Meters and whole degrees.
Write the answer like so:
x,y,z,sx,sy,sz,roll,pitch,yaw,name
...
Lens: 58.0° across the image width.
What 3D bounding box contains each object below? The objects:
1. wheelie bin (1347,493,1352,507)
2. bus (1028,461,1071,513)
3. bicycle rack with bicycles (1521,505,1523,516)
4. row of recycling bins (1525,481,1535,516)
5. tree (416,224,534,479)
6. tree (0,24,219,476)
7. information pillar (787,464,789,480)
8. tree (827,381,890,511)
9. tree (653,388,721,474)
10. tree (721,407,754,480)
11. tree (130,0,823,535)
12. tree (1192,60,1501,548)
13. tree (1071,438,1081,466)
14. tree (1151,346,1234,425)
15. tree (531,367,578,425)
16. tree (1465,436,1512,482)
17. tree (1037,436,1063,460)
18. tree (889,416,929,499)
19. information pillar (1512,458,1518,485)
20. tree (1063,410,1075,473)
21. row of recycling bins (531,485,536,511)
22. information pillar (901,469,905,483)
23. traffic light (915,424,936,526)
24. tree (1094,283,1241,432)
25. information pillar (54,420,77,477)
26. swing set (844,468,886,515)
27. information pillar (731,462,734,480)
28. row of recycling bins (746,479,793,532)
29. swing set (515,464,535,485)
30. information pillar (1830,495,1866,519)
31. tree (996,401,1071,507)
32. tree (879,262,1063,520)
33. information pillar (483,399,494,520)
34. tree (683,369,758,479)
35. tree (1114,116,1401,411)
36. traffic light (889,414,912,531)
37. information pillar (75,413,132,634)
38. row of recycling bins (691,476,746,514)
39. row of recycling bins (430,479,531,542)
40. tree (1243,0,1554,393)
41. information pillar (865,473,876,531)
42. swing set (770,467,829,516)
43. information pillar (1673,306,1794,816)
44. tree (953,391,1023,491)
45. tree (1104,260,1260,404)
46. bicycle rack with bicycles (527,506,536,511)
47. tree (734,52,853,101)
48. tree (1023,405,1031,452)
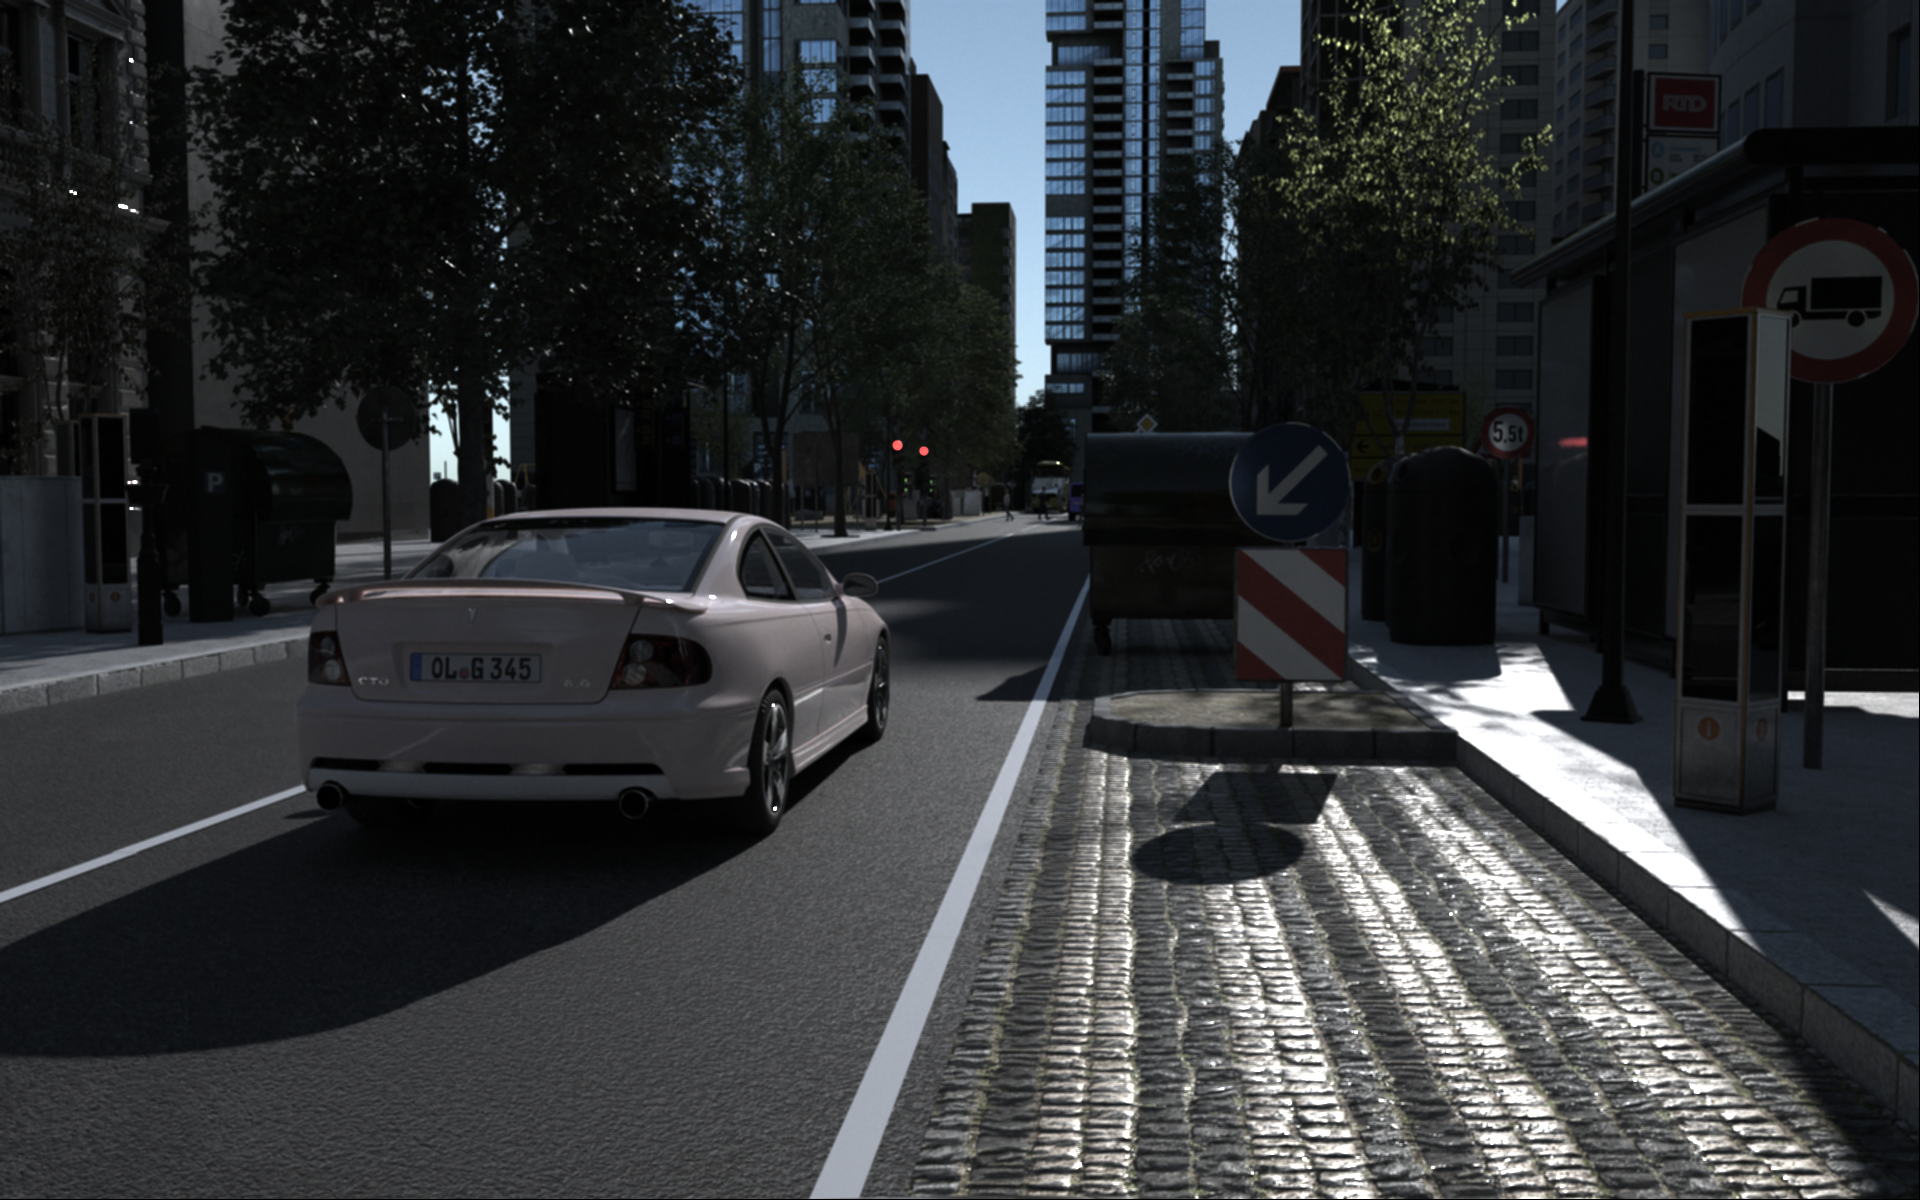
x,y,z,sx,sy,sz,roll,pitch,yaw,name
12.833,-3.102,58.619,0.980,1.594,0.693,-2,4,-33,wheelie bin
6.986,-8.613,132.365,2.896,3.916,12.252,0,4,6,bus
18.377,-2.774,58.736,2.852,0.926,2.925,3,5,39,bicycle rack with bicycles
18.086,-2.810,53.064,3.534,1.692,1.069,0,4,6,row of recycling bins
-10.305,-5.188,35.184,4.737,8.622,4.395,0,3,0,tree
-14.184,-4.741,27.883,4.360,8.622,3.978,0,3,0,tree
-13.218,-8.669,133.099,0.183,3.616,0.504,0,4,6,information pillar
-6.274,-9.836,111.186,4.360,8.622,3.978,0,3,0,tree
-17.202,-9.582,107.033,4.360,8.622,3.978,0,3,0,tree
-18.333,-11.517,138.670,4.360,8.622,3.978,0,3,0,tree
-7.141,-6.614,25.145,9.611,12.733,9.660,0,3,0,tree
6.524,-4.860,29.827,4.737,8.622,4.395,0,3,0,tree
10.304,-16.663,206.859,8.767,10.594,7.601,0,4,6,tree
11.463,-8.273,85.622,4.360,8.622,3.978,0,3,0,tree
-21.042,-8.837,94.842,4.360,8.622,3.978,0,3,0,tree
16.522,-3.719,55.415,1.663,3.219,1.824,0,3,0,tree
10.228,-15.270,200.020,4.360,8.622,3.978,0,3,0,tree
-3.959,-11.622,140.388,4.737,8.622,4.395,0,3,0,tree
33.272,-6.863,103.559,0.504,3.616,0.183,0,4,-3,information pillar
8.726,-16.455,187.158,7.486,12.596,7.792,0,3,0,tree
-18.492,-4.446,79.798,3.534,1.692,1.069,-3,5,-42,row of recycling bins
-4.494,-8.856,136.157,0.183,3.616,0.504,-3,5,-44,information pillar
-1.378,-4.877,68.661,0.839,4.253,0.868,0,4,5,traffic light
12.806,-12.087,104.274,9.857,13.997,8.962,0,3,0,tree
-8.835,-0.789,17.393,0.304,2.012,0.304,2,4,35,information pillar
-5.570,-6.407,102.368,2.862,2.851,3.119,1,4,11,swing set
-16.680,-8.299,127.048,0.183,3.616,0.504,0,4,5,information pillar
-5.866,-2.554,48.863,1.069,1.692,3.534,1,4,14,row of recycling bins
-21.769,-5.657,90.105,3.119,2.851,2.862,2,4,26,swing set
8.656,-0.758,16.892,0.304,2.012,0.304,2,4,31,information pillar
6.594,-14.663,174.160,7.601,10.594,8.767,1,4,11,tree
-0.477,-10.218,85.189,7.486,12.596,7.792,0,3,0,tree
-11.358,-3.055,41.306,0.504,3.616,0.183,0,4,-2,information pillar
-12.754,-8.672,92.145,4.737,8.622,4.395,0,3,0,tree
8.134,-7.463,47.777,9.928,11.665,9.643,0,3,0,tree
-2.131,-4.391,60.712,0.839,4.253,0.868,0,4,5,traffic light
-7.883,-0.703,15.980,0.304,2.012,0.304,3,4,38,information pillar
-5.919,-1.978,39.450,1.069,1.692,3.534,0,4,7,row of recycling bins
-13.364,-2.494,47.897,1.069,1.692,3.534,1,4,18,row of recycling bins
5.645,-4.405,22.391,4.360,8.622,3.978,0,3,0,tree
-3.114,-3.420,60.401,0.304,2.012,0.304,2,4,23,information pillar
-9.756,-6.374,101.841,3.119,2.851,2.862,3,4,36,swing set
3.132,-0.155,7.029,0.304,2.012,0.304,-3,4,-38,information pillar
1.453,-9.960,113.216,4.737,8.622,4.395,0,3,0,tree
17.486,-17.194,137.017,12.611,20.169,13.585,0,3,0,tree
-13.551,-2.465,53.689,2.852,0.926,2.925,0,4,-3,bicycle rack with bicycles
-4.600,-7.122,42.198,9.928,11.665,9.643,0,3,0,tree
3.406,-11.134,132.399,4.737,8.622,4.395,0,3,0,tree
